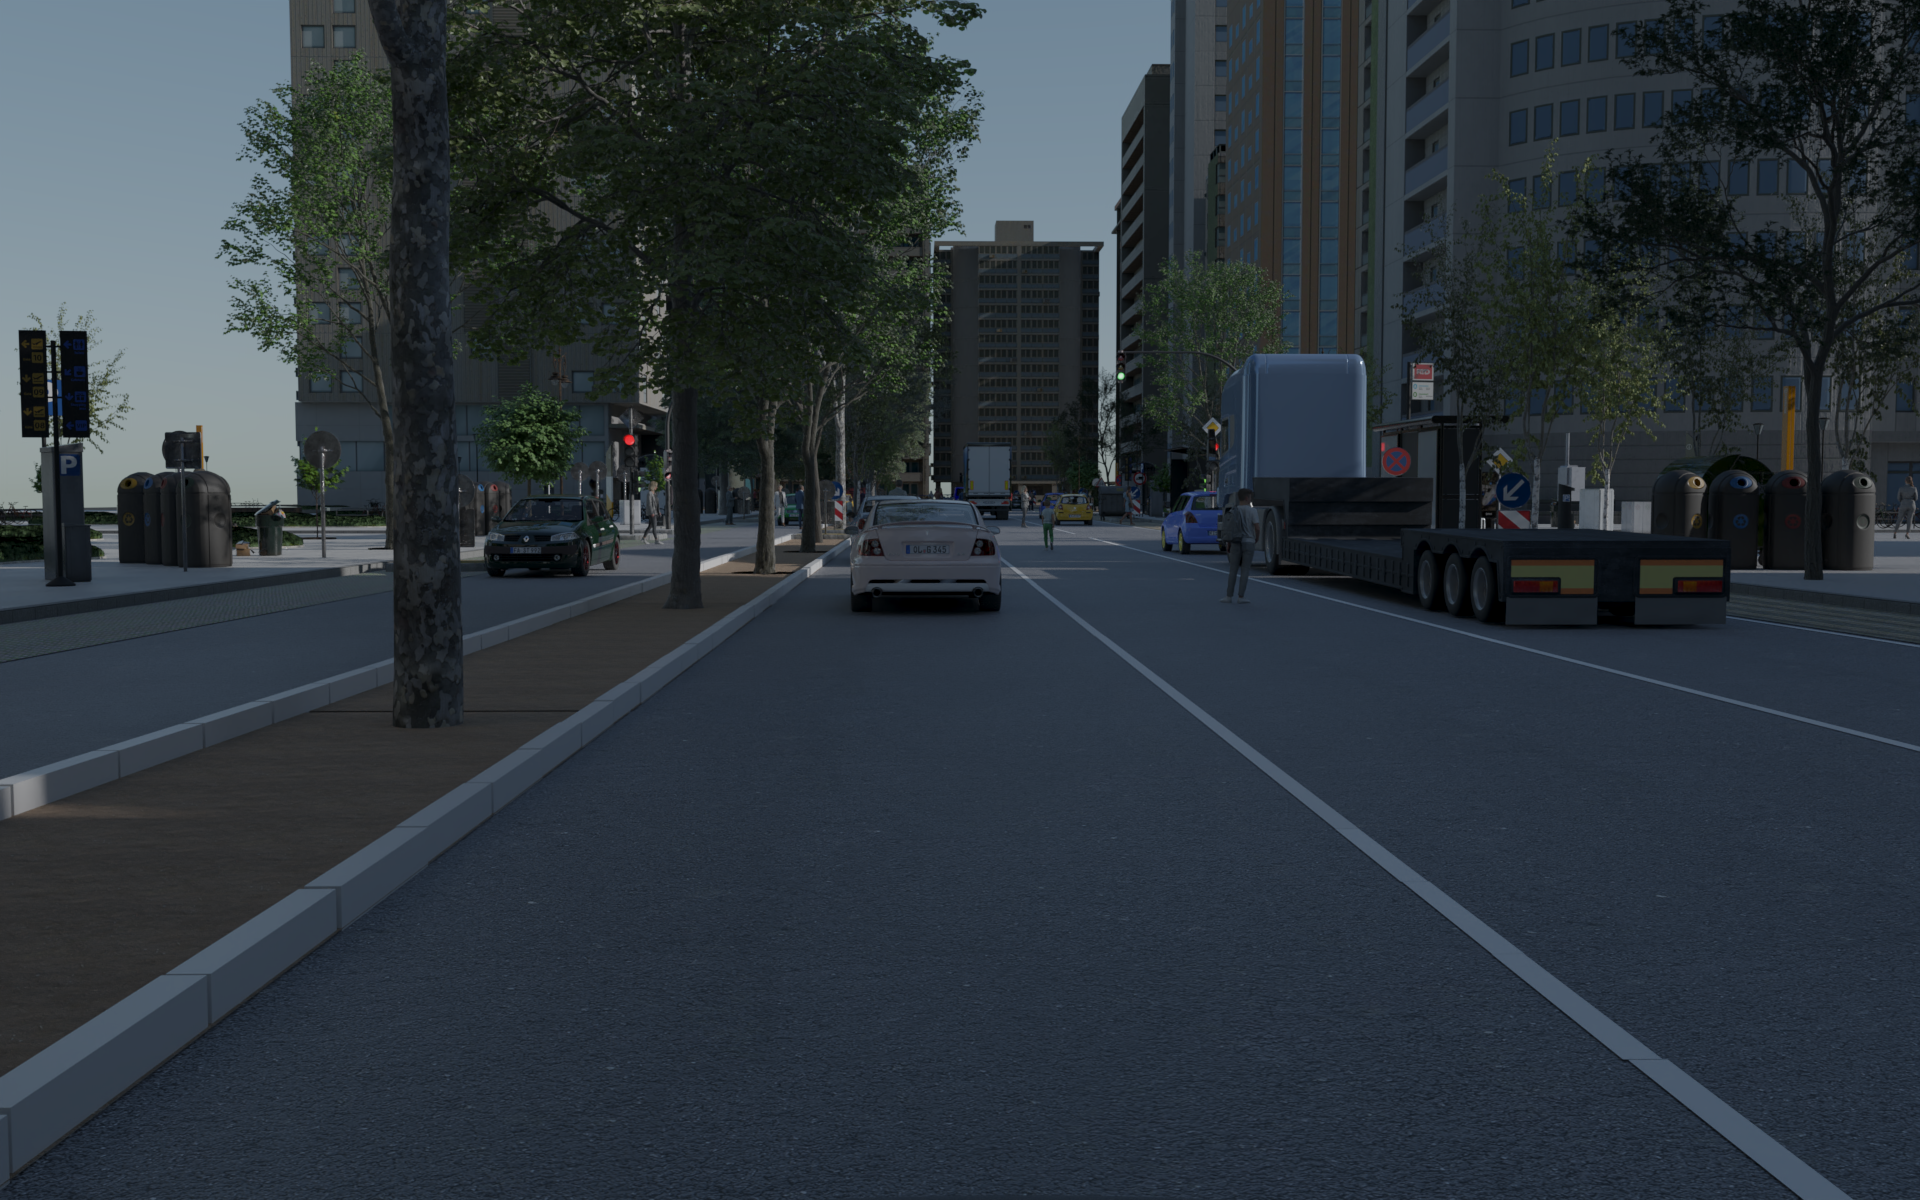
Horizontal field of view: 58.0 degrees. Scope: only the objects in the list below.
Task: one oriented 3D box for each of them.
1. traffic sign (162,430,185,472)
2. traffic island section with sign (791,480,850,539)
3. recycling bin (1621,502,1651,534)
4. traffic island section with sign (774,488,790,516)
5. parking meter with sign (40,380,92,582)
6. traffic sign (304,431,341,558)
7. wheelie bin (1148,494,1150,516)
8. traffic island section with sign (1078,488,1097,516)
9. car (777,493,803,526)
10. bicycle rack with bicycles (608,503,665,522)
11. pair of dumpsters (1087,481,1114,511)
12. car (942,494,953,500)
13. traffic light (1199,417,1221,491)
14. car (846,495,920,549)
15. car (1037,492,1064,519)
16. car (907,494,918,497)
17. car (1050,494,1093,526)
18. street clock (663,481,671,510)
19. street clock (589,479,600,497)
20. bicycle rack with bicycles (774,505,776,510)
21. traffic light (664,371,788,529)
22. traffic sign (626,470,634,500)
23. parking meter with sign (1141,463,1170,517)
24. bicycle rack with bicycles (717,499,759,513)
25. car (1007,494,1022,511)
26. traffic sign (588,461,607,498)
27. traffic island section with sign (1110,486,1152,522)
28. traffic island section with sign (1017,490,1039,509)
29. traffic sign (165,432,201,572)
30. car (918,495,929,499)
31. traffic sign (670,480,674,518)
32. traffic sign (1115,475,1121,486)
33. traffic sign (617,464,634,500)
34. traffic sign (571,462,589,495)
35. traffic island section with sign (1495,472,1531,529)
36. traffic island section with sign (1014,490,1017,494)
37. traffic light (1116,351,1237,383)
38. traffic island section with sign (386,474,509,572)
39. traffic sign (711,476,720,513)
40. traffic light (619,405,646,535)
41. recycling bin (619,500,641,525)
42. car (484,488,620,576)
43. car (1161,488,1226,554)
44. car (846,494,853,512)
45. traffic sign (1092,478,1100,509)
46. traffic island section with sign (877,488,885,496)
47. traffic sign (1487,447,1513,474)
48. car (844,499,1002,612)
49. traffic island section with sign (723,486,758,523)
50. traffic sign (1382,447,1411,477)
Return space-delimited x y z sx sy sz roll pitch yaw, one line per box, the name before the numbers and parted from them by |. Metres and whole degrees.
traffic sign | -15.620 -2.115 34.681 0.768 2.556 0.104 0 4 7
traffic island section with sign | -4.335 -2.884 55.290 2.006 1.907 1.989 0 4 -1
recycling bin | 22.056 -2.684 56.437 0.722 1.027 0.722 -1 4 -8
traffic island section with sign | -11.530 -6.472 114.444 1.989 1.847 2.006 0 4 -1
parking meter with sign | -13.375 -1.804 25.763 0.543 3.016 1.738 -3 5 -42
traffic sign | -12.827 -2.125 34.852 0.768 2.556 0.104 0 4 4
wheelie bin | 11.120 -5.585 99.222 0.693 1.594 0.980 1 4 12
traffic island section with sign | 7.989 -6.503 114.953 1.989 1.847 2.006 0 4 -1
car | -7.394 -4.345 79.842 1.959 1.807 4.718 0 4 0
bicycle rack with bicycles | -14.933 -4.107 80.535 2.925 0.926 2.852 -1 4 -18
pair of dumpsters | 10.689 -8.059 134.259 1.574 2.255 4.437 0 4 -1
car | -1.385 -11.144 194.210 2.014 1.417 4.499 0 4 -1
traffic light | 9.185 -4.546 63.250 0.839 4.253 0.868 0 4 -1
car | -1.454 -1.539 37.158 2.014 1.417 4.499 0 4 -2
car | 5.468 -5.548 100.294 1.945 1.707 3.694 0 3 0
car | -3.810 -7.277 128.757 2.009 1.686 4.222 0 4 -3
car | 5.206 -4.289 80.343 2.015 1.641 3.980 0 4 0
street clock | -14.415 -4.924 85.084 0.471 2.002 0.358 2 4 35
street clock | -16.342 -4.456 77.432 0.471 2.002 0.358 -1 4 -13
bicycle rack with bicycles | -15.796 -7.280 132.408 2.925 0.926 2.852 1 4 12
traffic light | -8.481 -5.393 62.844 4.771 5.953 1.251 0 4 -1
traffic sign | -14.638 -4.630 75.800 0.768 2.556 0.104 0 4 1
parking meter with sign | 11.102 -6.204 97.699 1.738 3.016 0.543 -1 4 -10
bicycle rack with bicycles | -15.451 -6.380 117.689 2.852 0.926 2.925 1 4 10
car | 4.694 -8.418 147.419 2.009 1.686 4.222 0 4 -2
traffic sign | -13.920 -4.062 66.527 0.768 2.556 0.104 0 4 7
traffic island section with sign | 8.644 -4.852 87.956 1.989 1.847 2.006 0 4 -1
traffic island section with sign | 6.771 -9.570 165.090 1.989 1.847 2.006 0 4 -1
traffic sign | -12.803 -1.617 28.567 0.606 2.300 0.079 0 4 3
car | -3.514 -9.582 169.247 1.945 1.354 3.894 0 4 -1
traffic sign | -15.657 -5.780 94.612 0.768 2.556 0.104 0 4 1
traffic sign | 10.472 -6.894 112.816 0.768 2.556 0.104 0 4 5
traffic sign | -14.354 -4.535 74.246 0.768 2.556 0.104 0 4 7
traffic sign | -15.162 -4.220 69.099 0.768 2.556 0.104 0 4 7
traffic island section with sign | 9.971 -1.453 32.382 1.989 1.847 2.006 0 4 -1
traffic island section with sign | 6.135 -11.218 192.037 1.989 1.847 2.006 0 4 -1
traffic light | 7.289 -4.918 55.075 4.771 5.953 1.251 0 4 -1
traffic island section with sign | -9.555 -1.470 32.662 1.989 1.847 2.006 0 4 -1
traffic sign | -16.877 -7.343 120.161 0.768 2.556 0.104 0 4 1
traffic light | -10.377 -4.028 54.776 0.839 4.253 0.868 0 4 -1
recycling bin | -13.708 -3.632 71.943 0.722 1.027 0.722 -2 4 -25
car | -7.336 -1.319 31.356 2.009 1.686 4.222 0 4 1
car | 5.990 -2.009 42.440 1.945 1.707 3.694 0 4 -3
car | -8.257 -6.812 121.606 2.015 1.641 3.980 0 4 -2
traffic sign | 10.982 -8.494 138.976 0.768 2.556 0.104 0 4 2
traffic island section with sign | -6.327 -7.931 137.812 2.006 1.907 1.989 0 4 -1
traffic sign | 15.161 -2.989 48.603 0.795 2.593 0.064 0 4 2
car | -0.478 -0.621 22.514 2.083 1.381 4.827 0 4 -2
traffic island section with sign | -10.880 -4.824 87.496 1.989 1.847 2.006 0 4 -1
traffic sign | 11.871 -2.879 47.186 0.768 2.556 0.104 1 4 8
